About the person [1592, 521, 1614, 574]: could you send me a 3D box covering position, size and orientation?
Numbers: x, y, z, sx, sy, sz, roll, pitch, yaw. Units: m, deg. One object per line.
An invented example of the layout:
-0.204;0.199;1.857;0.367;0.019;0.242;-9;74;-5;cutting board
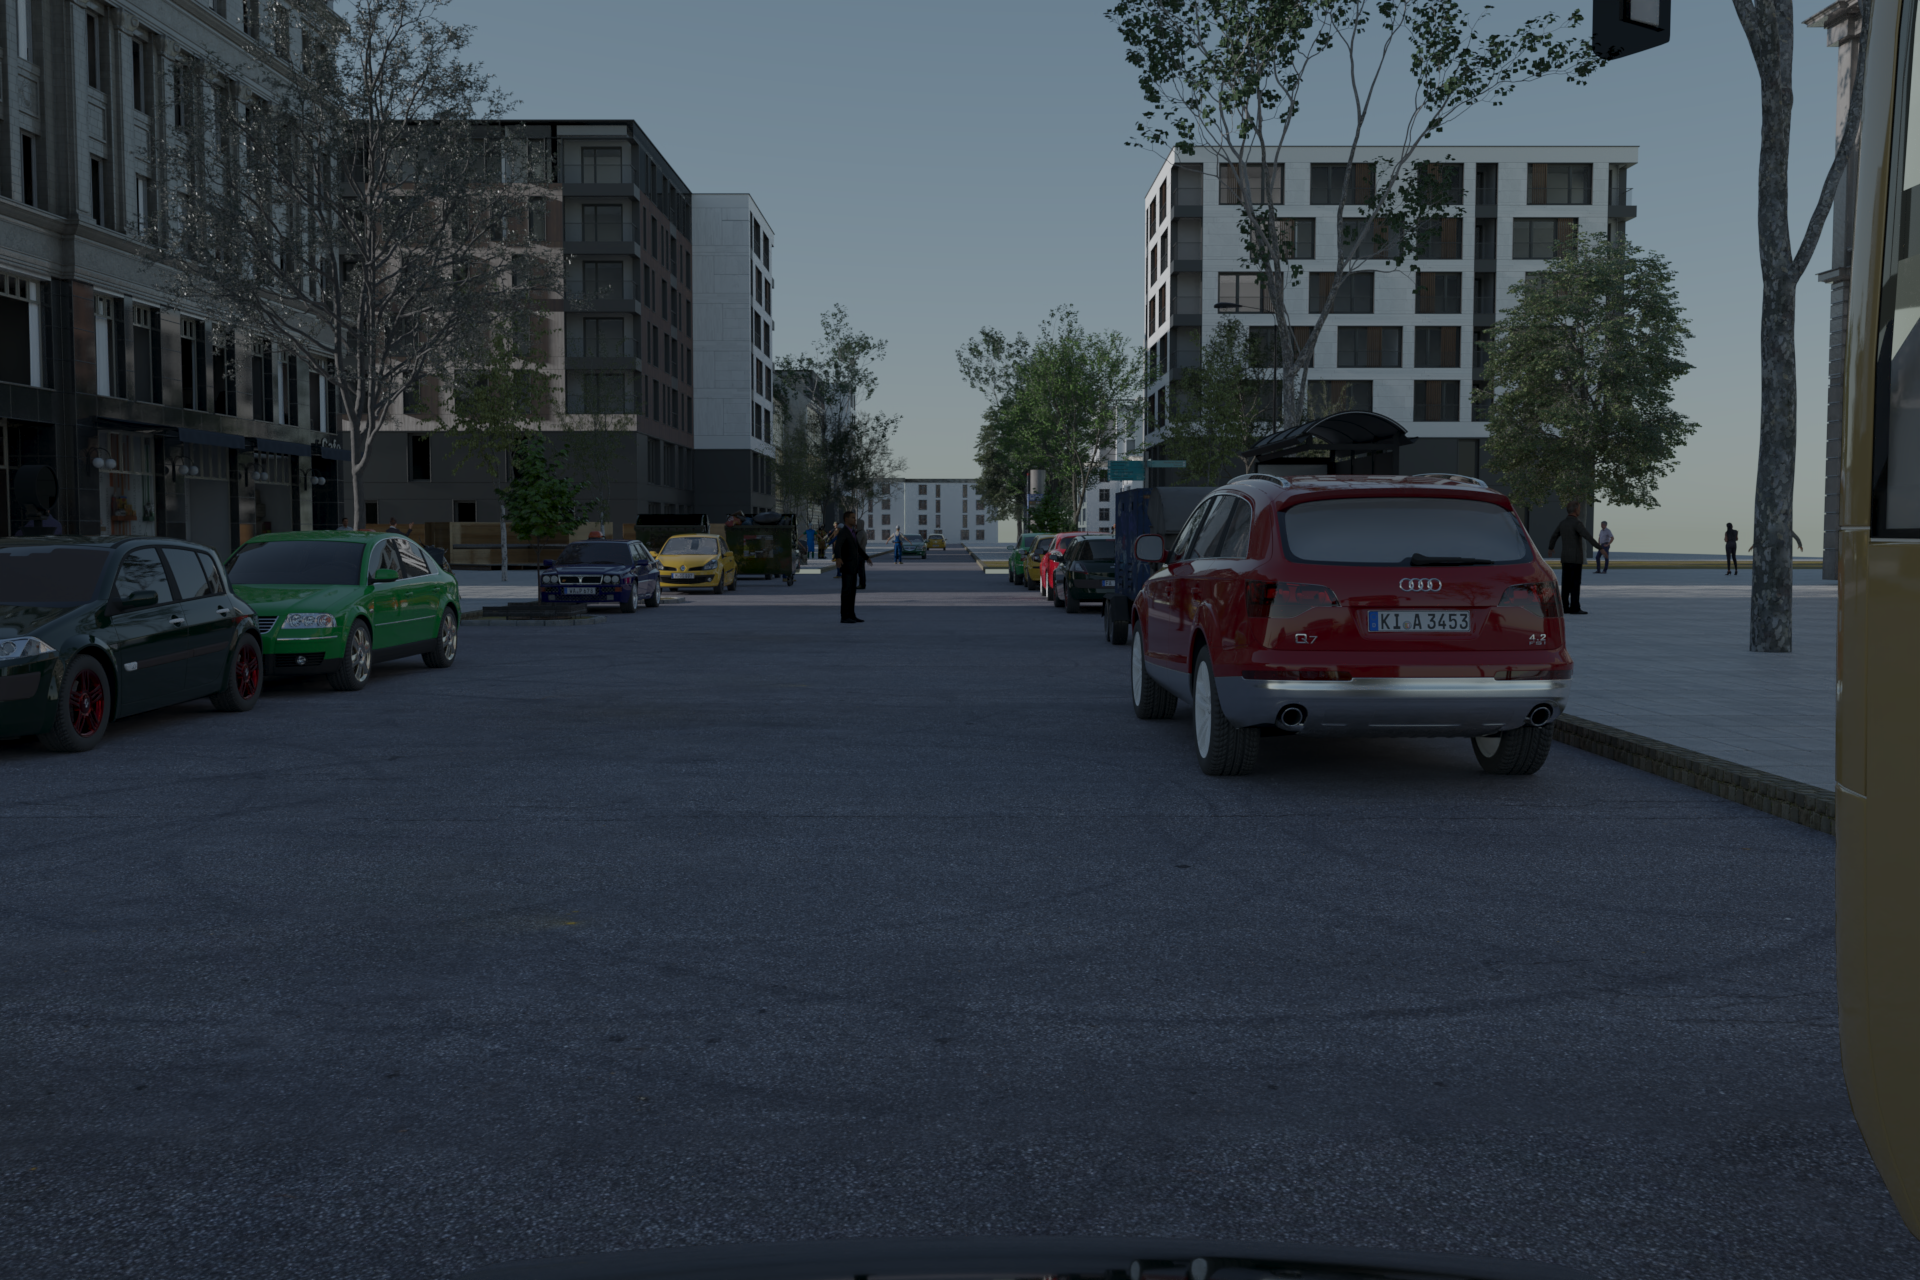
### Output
20.841;-3.007;56.138;0.436;1.711;0.756;0;4;-7;person

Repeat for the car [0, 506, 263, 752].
-6.588;-0.172;12.599;2.009;1.686;4.222;0;3;0;car

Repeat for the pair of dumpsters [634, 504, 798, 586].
-6.712;-2.620;47.780;4.436;2.255;1.574;0;3;0;pair of dumpsters

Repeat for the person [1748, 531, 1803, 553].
16.514;-1.724;35.025;1.217;1.735;0.721;-1;4;-11;person

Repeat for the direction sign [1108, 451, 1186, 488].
6.033;-4.080;55.478;2.525;3.948;1.411;0;3;0;direction sign

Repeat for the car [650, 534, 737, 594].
-6.499;-1.969;42.423;2.015;1.641;3.980;0;4;-1;car

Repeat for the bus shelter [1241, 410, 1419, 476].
6.478;-2.272;31.072;2.014;3.302;5.546;0;3;0;bus shelter

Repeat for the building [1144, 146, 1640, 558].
25.137;-16.134;107.759;27.936;21.610;32.646;0;3;0;building

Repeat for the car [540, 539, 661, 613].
-6.753;-1.226;32.628;1.945;1.354;3.894;0;4;0;car

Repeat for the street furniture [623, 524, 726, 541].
-13.439;-4.203;75.577;9.812;1.723;11.010;0;4;-2;street furniture

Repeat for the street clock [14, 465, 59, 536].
-9.703;-0.837;18.254;0.358;2.002;0.471;0;3;0;street clock

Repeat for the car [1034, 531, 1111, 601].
2.749;-1.816;38.740;2.155;1.783;4.494;0;3;0;car

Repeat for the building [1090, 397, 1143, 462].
23.035;-23.360;238.351;16.016;20.090;11.380;0;3;0;building

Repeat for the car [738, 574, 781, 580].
-6.715;-2.760;55.345;2.015;1.641;3.980;0;4;0;car

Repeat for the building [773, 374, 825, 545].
-26.428;-22.855;204.610;19.493;23.208;18.063;0;4;1;building

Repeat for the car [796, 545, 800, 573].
-6.780;-3.245;62.844;2.009;1.686;4.222;0;4;0;car

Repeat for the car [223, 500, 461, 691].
-6.350;-0.514;17.204;1.959;1.807;4.718;0;4;0;car

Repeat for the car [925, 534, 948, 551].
-2.097;-8.686;152.235;2.015;1.641;3.980;0;3;0;car

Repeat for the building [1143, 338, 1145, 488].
25.008;-16.831;141.644;16.747;18.905;31.486;0;3;0;building

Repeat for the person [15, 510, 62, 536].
-13.022;-1.093;24.361;0.568;1.767;0.683;1;4;21;person

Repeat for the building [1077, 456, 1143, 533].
19.082;-15.814;200.702;9.099;9.664;28.070;0;4;-1;building

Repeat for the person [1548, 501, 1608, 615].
9.831;-1.319;27.746;0.705;1.807;1.348;-1;4;-20;person

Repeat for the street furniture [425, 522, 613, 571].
-15.998;-3.611;65.888;9.812;1.723;11.010;-3;5;-45;street furniture

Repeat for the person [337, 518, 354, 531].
-19.934;-3.062;56.226;1.344;1.810;0.704;-2;4;-35;person

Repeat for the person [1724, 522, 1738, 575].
24.033;-2.843;54.000;0.415;1.643;0.593;3;5;44;person

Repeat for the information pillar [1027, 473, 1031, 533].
3.184;-5.162;73.780;0.750;3.857;0.750;0;4;-1;information pillar

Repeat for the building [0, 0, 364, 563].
-29.671;-16.788;54.080;16.754;29.471;25.880;0;4;0;building

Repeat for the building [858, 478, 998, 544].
-8.235;-19.151;257.721;28.070;9.664;9.099;0;4;-2;building

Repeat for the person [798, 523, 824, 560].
-7.545;-4.966;87.323;1.347;1.817;0.704;0;4;-1;person

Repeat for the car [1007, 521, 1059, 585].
2.363;-2.520;49.992;1.959;1.807;4.718;0;4;-2;car

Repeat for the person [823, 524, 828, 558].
-7.200;-5.195;91.076;1.345;1.843;0.704;2;4;31;person

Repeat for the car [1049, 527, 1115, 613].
2.725;-1.402;32.711;2.009;1.686;4.222;0;4;-1;car

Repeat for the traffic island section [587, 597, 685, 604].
-6.831;-0.823;36.326;1.991;0.108;1.994;0;3;0;traffic island section

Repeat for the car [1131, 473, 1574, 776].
2.407;-0.193;11.827;2.281;1.827;5.304;0;4;-1;car

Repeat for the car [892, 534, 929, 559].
-2.869;-5.423;100.460;2.131;1.459;4.920;0;4;0;car

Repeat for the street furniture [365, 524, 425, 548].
-25.515;-4.338;77.777;9.812;1.723;11.010;0;4;-8;street furniture

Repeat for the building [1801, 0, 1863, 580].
28.087;-11.732;32.472;13.314;22.015;24.055;0;3;0;building

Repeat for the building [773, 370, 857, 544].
-28.742;-23.703;231.513;27.936;21.610;32.646;0;4;0;building

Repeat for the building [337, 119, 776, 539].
-26.552;-15.782;102.005;27.936;21.610;32.646;0;3;0;building

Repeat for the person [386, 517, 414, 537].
-14.771;-2.377;45.712;0.742;1.727;0.445;-1;4;-10;person

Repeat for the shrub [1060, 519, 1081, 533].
4.523;-4.230;73.581;1.690;2.028;1.600;0;3;0;shrub

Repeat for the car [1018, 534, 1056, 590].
2.563;-2.157;45.493;2.015;1.641;3.980;0;3;0;car

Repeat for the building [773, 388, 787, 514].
-28.911;-21.674;185.299;19.493;23.208;18.063;0;4;-1;building
